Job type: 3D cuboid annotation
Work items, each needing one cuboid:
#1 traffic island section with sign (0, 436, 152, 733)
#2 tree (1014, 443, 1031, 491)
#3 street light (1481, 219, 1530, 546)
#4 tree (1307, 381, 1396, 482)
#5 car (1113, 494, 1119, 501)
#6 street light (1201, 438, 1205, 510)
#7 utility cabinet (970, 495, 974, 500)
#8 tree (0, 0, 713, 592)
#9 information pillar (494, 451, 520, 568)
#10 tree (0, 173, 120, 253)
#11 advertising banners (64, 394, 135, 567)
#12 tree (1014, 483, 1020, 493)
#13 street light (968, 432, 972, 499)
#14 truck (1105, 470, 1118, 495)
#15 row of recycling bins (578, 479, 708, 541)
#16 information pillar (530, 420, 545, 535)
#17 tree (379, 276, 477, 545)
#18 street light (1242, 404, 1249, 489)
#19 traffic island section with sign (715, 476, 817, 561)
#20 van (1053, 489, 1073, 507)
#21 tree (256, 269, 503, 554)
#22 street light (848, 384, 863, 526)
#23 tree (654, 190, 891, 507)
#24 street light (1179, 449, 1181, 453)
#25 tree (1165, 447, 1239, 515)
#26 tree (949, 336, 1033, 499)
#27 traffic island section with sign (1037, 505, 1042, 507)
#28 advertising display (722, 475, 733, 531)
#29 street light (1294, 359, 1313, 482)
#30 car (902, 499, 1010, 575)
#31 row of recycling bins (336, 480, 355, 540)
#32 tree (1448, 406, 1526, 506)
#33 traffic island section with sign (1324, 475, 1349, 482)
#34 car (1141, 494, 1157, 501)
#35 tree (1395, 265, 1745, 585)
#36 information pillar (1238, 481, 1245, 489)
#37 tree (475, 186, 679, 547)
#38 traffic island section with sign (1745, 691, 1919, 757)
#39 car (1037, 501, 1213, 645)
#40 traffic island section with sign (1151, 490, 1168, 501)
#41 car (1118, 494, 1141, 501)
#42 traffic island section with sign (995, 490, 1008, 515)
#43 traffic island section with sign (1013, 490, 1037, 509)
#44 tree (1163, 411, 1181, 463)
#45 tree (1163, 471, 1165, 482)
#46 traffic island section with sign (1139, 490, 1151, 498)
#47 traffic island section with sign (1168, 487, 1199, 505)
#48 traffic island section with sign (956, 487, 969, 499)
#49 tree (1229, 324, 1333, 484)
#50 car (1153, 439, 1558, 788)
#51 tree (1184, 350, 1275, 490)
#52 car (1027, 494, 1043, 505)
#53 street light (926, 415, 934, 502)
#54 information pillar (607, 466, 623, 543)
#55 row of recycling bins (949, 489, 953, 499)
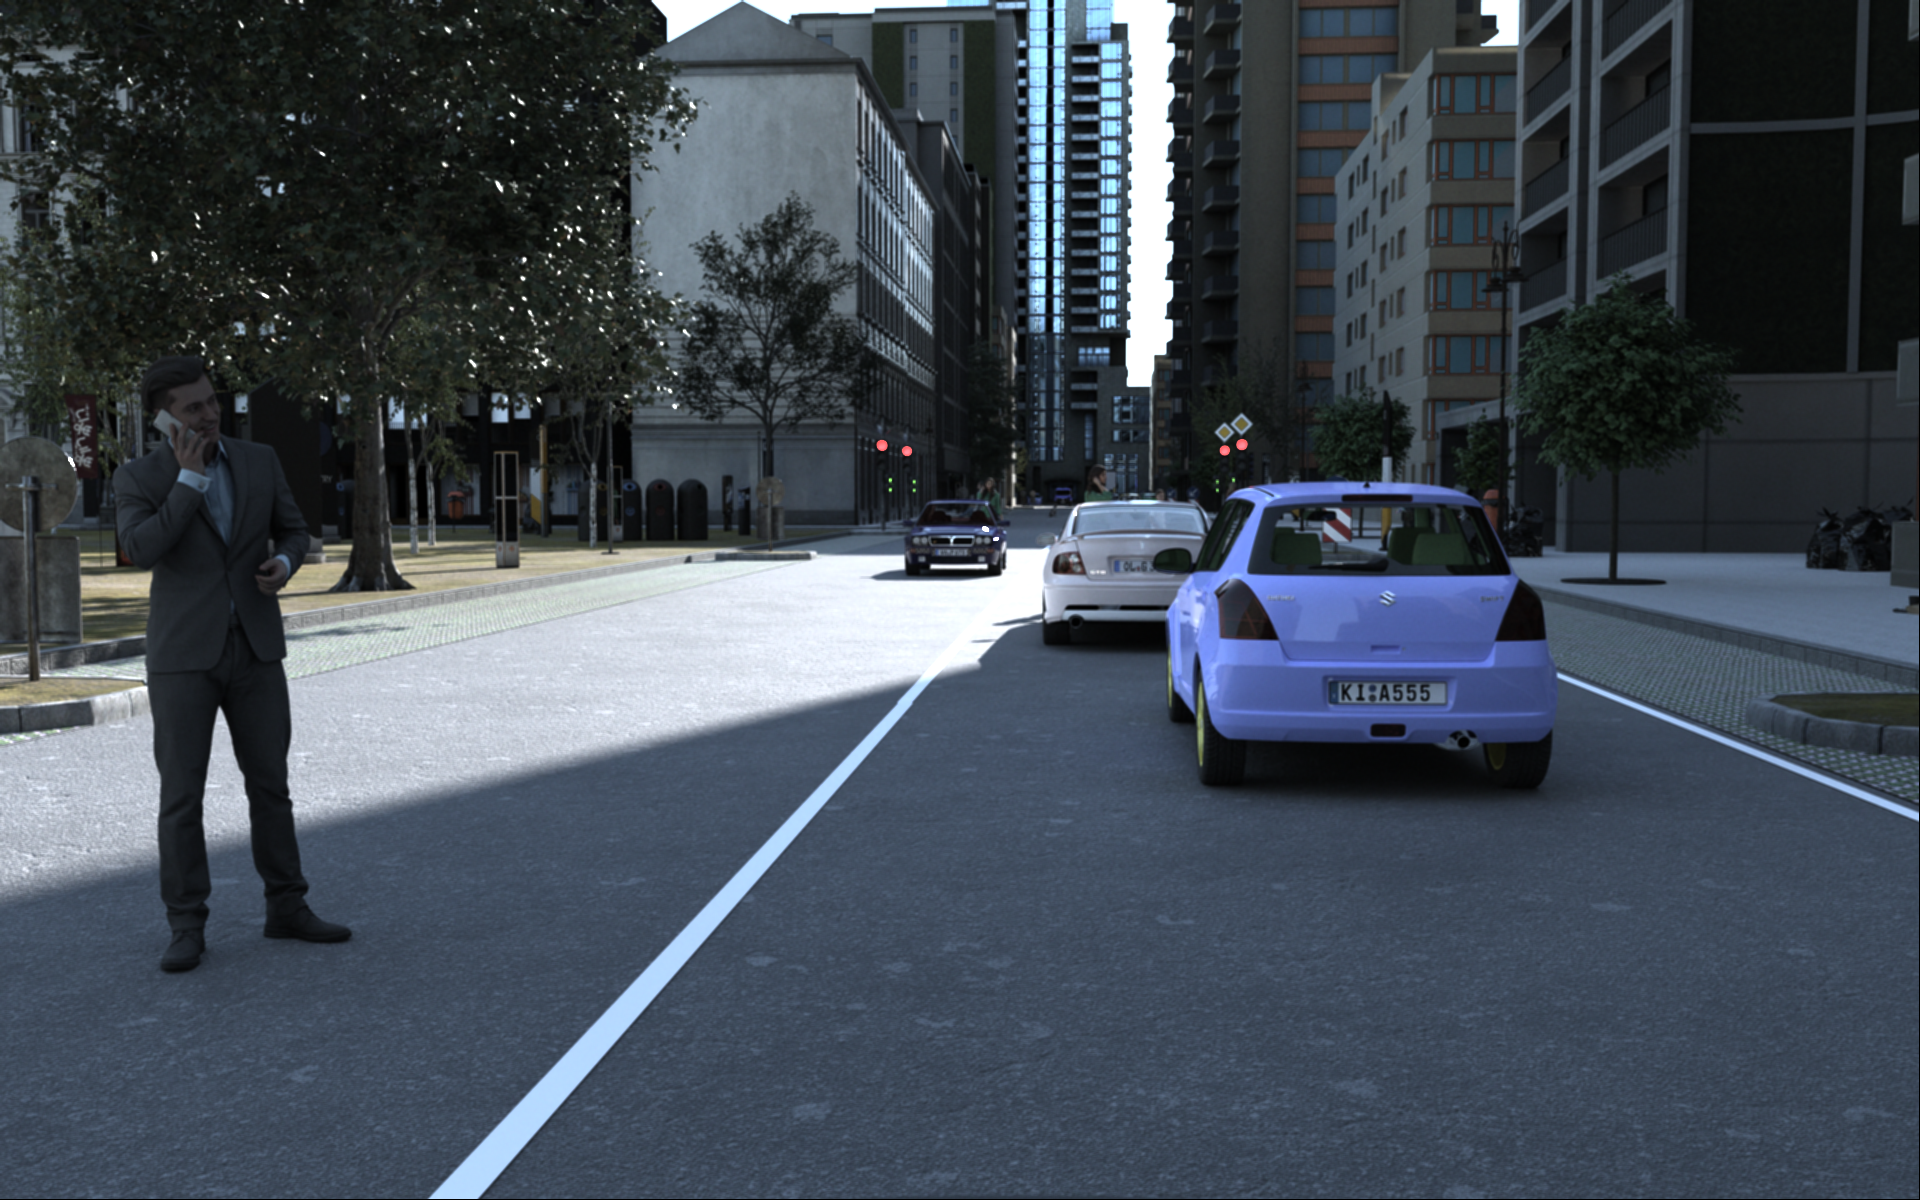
[{"bbox_3d":[-6.313,-0.153,11.137,1.989,1.847,2.006,0,4,4],"label":"traffic island section with sign"},{"bbox_3d":[5.672,-14.739,191.347,4.360,8.622,3.978,0,3,0],"label":"tree"},{"bbox_3d":[9.234,-3.467,29.477,0.468,5.910,1.993,0,4,4],"label":"street light"},{"bbox_3d":[11.667,-4.086,50.514,4.285,4.588,4.351,0,3,0],"label":"tree"},{"bbox_3d":[12.210,-7.790,139.366,2.014,1.417,4.499,0,4,6],"label":"car"},{"bbox_3d":[15.892,-8.543,112.473,0.468,5.910,1.993,0,4,4],"label":"street light"},{"bbox_3d":[0.910,-7.604,135.493,0.306,1.237,1.020,0,4,6],"label":"utility cabinet"},{"bbox_3d":[-8.000,-6.480,22.955,9.611,12.733,9.660,0,3,0],"label":"tree"},{"bbox_3d":[-7.863,-1.564,30.058,0.304,2.012,0.304,-3,5,-43],"label":"information pillar"},{"bbox_3d":[-17.460,-5.212,35.578,4.737,8.622,4.395,0,3,0],"label":"tree"},{"bbox_3d":[-14.751,-2.117,30.794,2.074,3.025,0.090,-3,4,-38],"label":"advertising banners"},{"bbox_3d":[5.842,-12.455,198.235,1.663,3.219,1.824,0,3,0],"label":"tree"},{"bbox_3d":[0.707,-9.579,129.401,0.468,5.910,1.993,0,4,4],"label":"street light"},{"bbox_3d":[17.273,-13.193,204.615,2.839,4.237,11.283,0,4,5],"label":"truck"},{"bbox_3d":[-8.751,-2.488,47.797,3.534,1.692,1.069,-1,4,-20],"label":"row of recycling bins"},{"bbox_3d":[-13.285,-3.869,54.611,0.504,3.616,0.183,0,4,-6],"label":"information pillar"},{"bbox_3d":[-13.263,-5.656,42.842,4.360,8.622,3.978,0,3,0],"label":"tree"},{"bbox_3d":[13.475,-6.694,82.228,0.468,5.910,1.993,0,4,4],"label":"street light"},{"bbox_3d":[-4.197,-1.797,38.009,1.989,1.847,2.006,0,4,4],"label":"traffic island section with sign"},{"bbox_3d":[11.574,-11.619,194.351,2.240,2.365,5.245,0,4,4],"label":"van"},{"bbox_3d":[-11.512,-5.299,37.005,4.737,8.622,4.395,0,3,0],"label":"tree"},{"bbox_3d":[-4.191,-5.923,69.628,0.468,5.910,1.993,0,4,4],"label":"street light"},{"bbox_3d":[-5.597,-7.223,52.505,7.601,10.594,8.767,-2,4,-24],"label":"tree"},{"bbox_3d":[18.173,-10.364,142.242,0.468,5.910,1.993,0,4,4],"label":"street light"},{"bbox_3d":[16.141,-7.668,109.083,4.285,4.588,4.351,0,3,0],"label":"tree"},{"bbox_3d":[0.627,-14.183,138.550,9.857,13.997,8.962,0,3,0],"label":"tree"},{"bbox_3d":[8.371,-11.551,197.487,1.989,1.847,2.006,0,4,4],"label":"traffic island section with sign"},{"bbox_3d":[-8.026,-3.340,59.829,0.123,1.923,0.974,0,4,7],"label":"advertising display"},{"bbox_3d":[11.729,-5.287,59.229,0.468,5.910,1.993,0,4,4],"label":"street light"},{"bbox_3d":[-0.041,-1.174,31.777,1.945,1.354,3.894,0,4,3],"label":"car"},{"bbox_3d":[-17.621,-2.576,49.232,1.069,1.692,3.534,1,4,16],"label":"row of recycling bins"},{"bbox_3d":[11.664,-2.673,38.302,1.663,3.219,1.824,0,3,0],"label":"tree"},{"bbox_3d":[7.983,-1.778,37.692,1.989,1.847,2.006,0,4,4],"label":"traffic island section with sign"},{"bbox_3d":[17.152,-9.057,156.876,1.959,1.807,4.718,0,4,3],"label":"car"},{"bbox_3d":[9.405,-2.528,25.045,4.285,4.588,4.351,0,3,0],"label":"tree"},{"bbox_3d":[16.231,-5.826,99.750,0.304,2.012,0.304,2,4,25],"label":"information pillar"},{"bbox_3d":[-8.816,-5.587,41.705,4.360,8.622,3.978,0,3,0],"label":"tree"},{"bbox_3d":[5.822,-0.094,10.173,1.989,1.847,2.006,0,4,4],"label":"traffic island section with sign"},{"bbox_3d":[1.810,-0.332,17.792,2.083,1.381,4.827,0,4,4],"label":"car"},{"bbox_3d":[14.476,-6.809,119.956,1.989,1.847,2.006,0,4,4],"label":"traffic island section with sign"},{"bbox_3d":[10.518,-5.950,107.505,2.015,1.641,3.980,0,4,4],"label":"car"},{"bbox_3d":[2.349,-6.876,121.053,1.989,1.847,2.006,0,4,4],"label":"traffic island section with sign"},{"bbox_3d":[6.260,-9.907,170.615,1.989,1.847,2.006,0,4,4],"label":"traffic island section with sign"},{"bbox_3d":[19.377,-12.235,150.403,4.360,8.622,3.978,0,3,0],"label":"tree"},{"bbox_3d":[18.765,-9.901,145.600,4.285,4.588,4.351,0,3,0],"label":"tree"},{"bbox_3d":[20.584,-11.548,197.437,1.989,1.847,2.006,0,4,4],"label":"traffic island section with sign"},{"bbox_3d":[12.328,-5.141,92.687,1.989,1.847,2.006,0,4,4],"label":"traffic island section with sign"},{"bbox_3d":[0.182,-5.192,93.516,1.989,1.847,2.006,0,4,4],"label":"traffic island section with sign"},{"bbox_3d":[13.697,-7.633,75.155,4.360,8.622,3.978,0,3,0],"label":"tree"},{"bbox_3d":[2.083,-0.011,9.776,1.945,1.707,3.694,0,4,3],"label":"car"},{"bbox_3d":[13.778,-8.418,88.004,4.737,8.622,4.395,0,3,0],"label":"tree"},{"bbox_3d":[9.022,-12.179,208.720,1.945,1.707,3.694,0,4,4],"label":"car"},{"bbox_3d":[-1.733,-7.759,99.644,0.468,5.910,1.993,0,4,4],"label":"street light"},{"bbox_3d":[-9.106,-2.523,45.747,0.304,2.012,0.304,-2,4,-35],"label":"information pillar"},{"bbox_3d":[-2.319,-7.677,132.623,3.534,1.692,1.069,0,4,-3],"label":"row of recycling bins"}]
